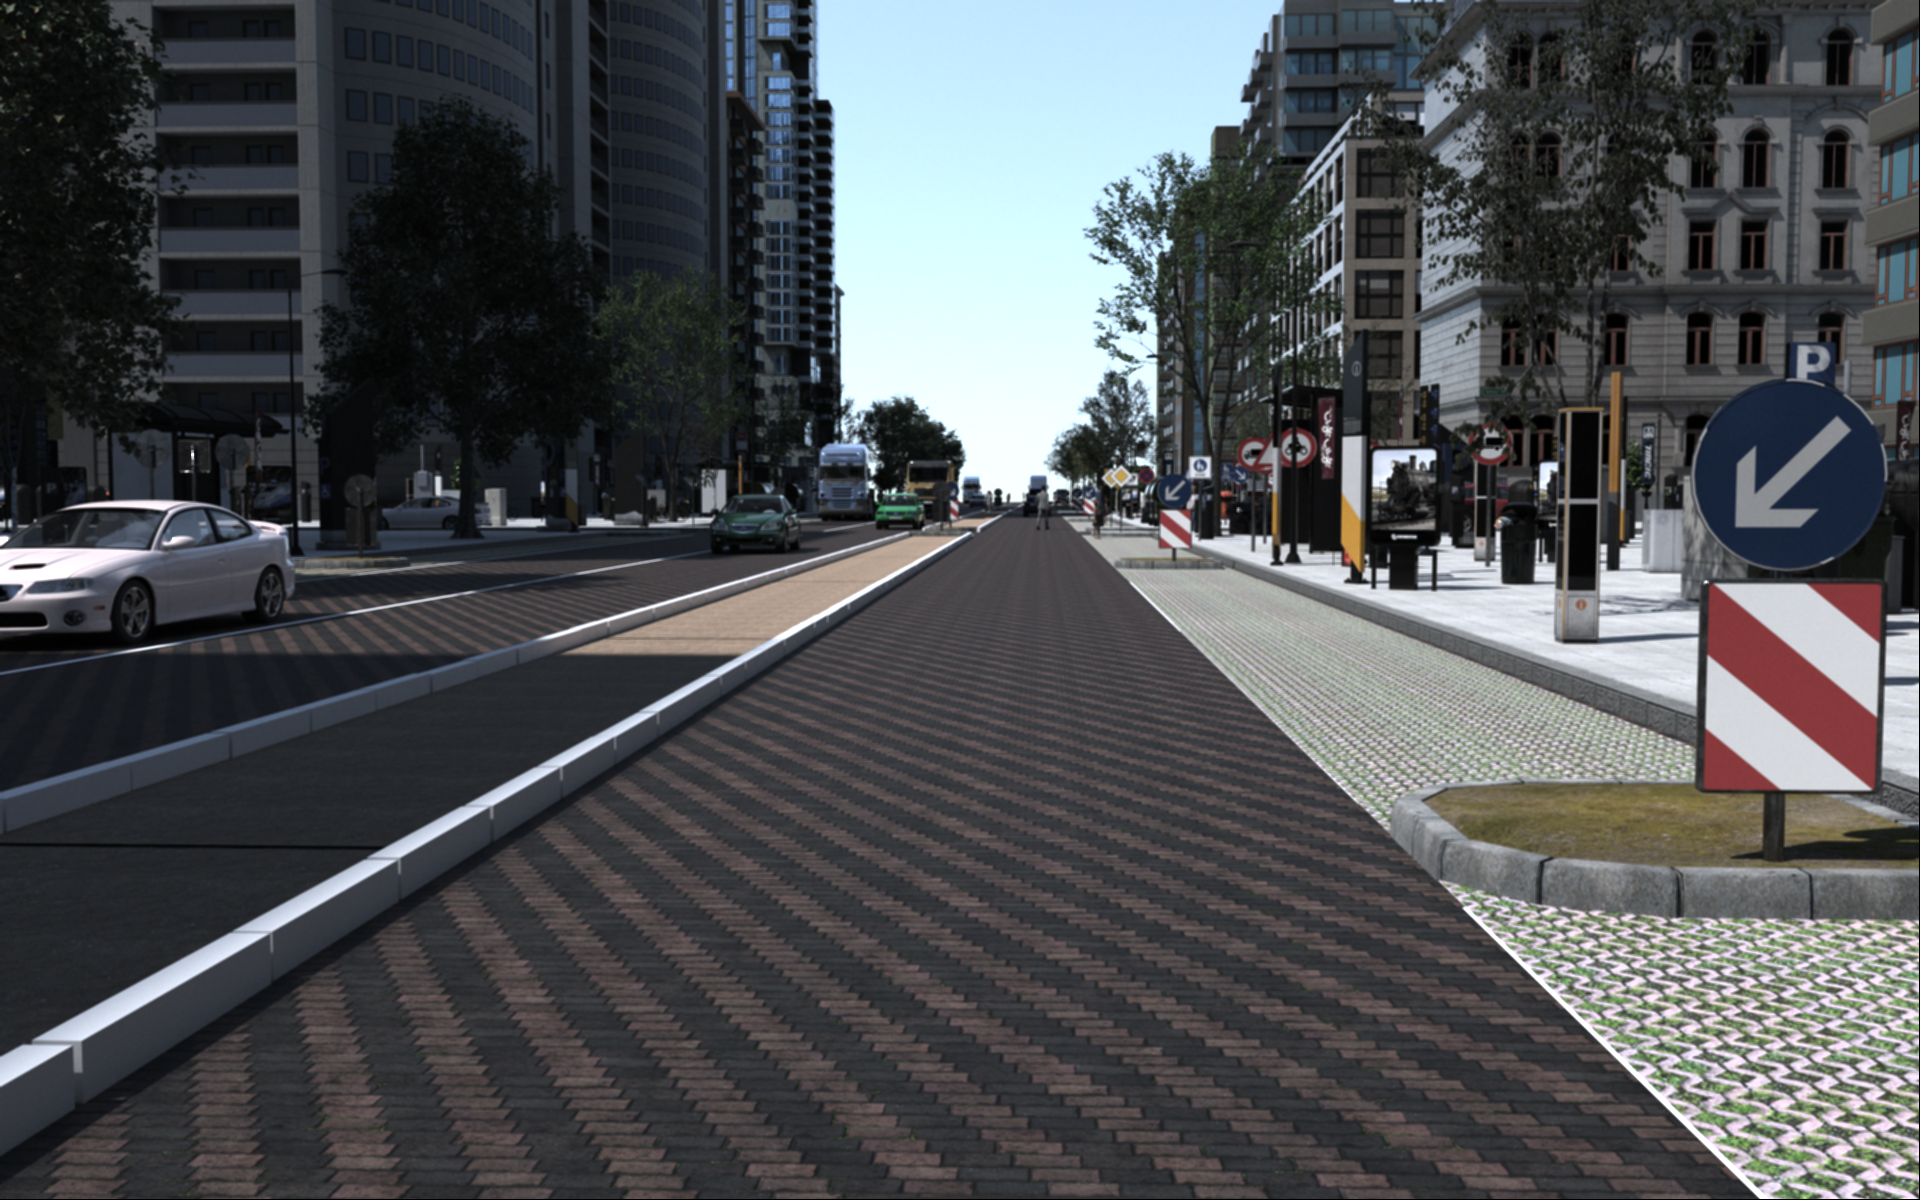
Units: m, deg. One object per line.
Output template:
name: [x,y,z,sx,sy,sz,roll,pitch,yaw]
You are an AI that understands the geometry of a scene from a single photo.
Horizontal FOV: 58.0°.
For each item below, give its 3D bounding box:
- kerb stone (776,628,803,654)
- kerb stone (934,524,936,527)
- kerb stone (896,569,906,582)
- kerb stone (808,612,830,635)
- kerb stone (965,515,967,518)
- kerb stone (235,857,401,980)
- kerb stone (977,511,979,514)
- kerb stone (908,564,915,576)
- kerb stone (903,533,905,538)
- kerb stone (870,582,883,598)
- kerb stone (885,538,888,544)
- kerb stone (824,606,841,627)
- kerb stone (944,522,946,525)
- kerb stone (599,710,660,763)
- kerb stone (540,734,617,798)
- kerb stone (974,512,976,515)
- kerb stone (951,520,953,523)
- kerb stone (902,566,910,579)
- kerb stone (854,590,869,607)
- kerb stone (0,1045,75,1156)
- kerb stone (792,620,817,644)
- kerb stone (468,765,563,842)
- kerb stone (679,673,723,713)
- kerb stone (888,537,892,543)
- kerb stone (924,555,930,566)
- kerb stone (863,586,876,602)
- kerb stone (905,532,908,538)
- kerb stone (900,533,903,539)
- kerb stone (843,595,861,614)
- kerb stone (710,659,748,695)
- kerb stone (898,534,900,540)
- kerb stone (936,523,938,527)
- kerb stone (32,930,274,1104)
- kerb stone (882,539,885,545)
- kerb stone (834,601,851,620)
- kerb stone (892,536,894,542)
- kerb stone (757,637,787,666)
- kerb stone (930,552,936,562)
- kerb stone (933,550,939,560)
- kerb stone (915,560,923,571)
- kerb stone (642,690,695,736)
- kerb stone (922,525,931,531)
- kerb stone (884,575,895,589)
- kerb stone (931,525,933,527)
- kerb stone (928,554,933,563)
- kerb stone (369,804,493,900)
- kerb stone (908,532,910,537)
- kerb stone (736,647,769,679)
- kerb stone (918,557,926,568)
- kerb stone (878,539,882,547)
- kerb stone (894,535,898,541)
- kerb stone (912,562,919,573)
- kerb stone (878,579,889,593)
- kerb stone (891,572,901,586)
kerb stone: [-1.584,0.389,15.832,0.120,0.150,1.000,0,4,3]
kerb stone: [-1.172,-2.968,70.765,0.120,0.150,1.000,0,4,3]
kerb stone: [-1.022,-0.361,28.128,0.120,0.150,1.000,0,4,3]
kerb stone: [-1.490,0.264,17.875,0.120,0.150,1.000,0,4,3]
kerb stone: [0.181,-4.787,100.460,0.120,0.150,1.000,0,4,3]
kerb stone: [-2.057,1.018,5.592,0.120,0.150,1.000,0,4,3]
kerb stone: [1.024,-5.915,118.903,0.120,0.150,1.000,0,4,3]
kerb stone: [-0.926,-0.488,30.178,0.120,0.150,1.000,0,4,3]
kerb stone: [-1.908,-1.997,54.864,0.120,0.150,1.000,0,4,3]
kerb stone: [-1.213,-0.112,24.029,0.120,0.150,1.000,0,4,3]
kerb stone: [-2.188,-1.622,48.713,0.120,0.150,1.000,0,4,3]
kerb stone: [-1.439,0.206,18.906,0.120,0.150,1.000,0,4,3]
kerb stone: [-0.846,-3.410,77.941,0.120,0.150,1.000,0,4,3]
kerb stone: [-1.862,0.768,9.689,0.120,0.150,1.000,0,4,3]
kerb stone: [-1.909,0.828,8.660,0.120,0.150,1.000,0,4,3]
kerb stone: [0.780,-5.601,113.787,0.120,0.150,1.000,0,4,3]
kerb stone: [-0.566,-3.786,84.092,0.120,0.150,1.000,0,4,3]
kerb stone: [-0.974,-0.426,29.156,0.120,0.150,1.000,0,4,3]
kerb stone: [-1.302,0.014,21.980,0.120,0.150,1.000,0,4,3]
kerb stone: [-2.146,1.141,3.537,0.120,0.150,1.000,0,4,3]
kerb stone: [-1.542,0.327,16.853,0.120,0.150,1.000,0,4,3]
kerb stone: [-1.959,0.891,7.634,0.120,0.150,1.000,0,4,3]
kerb stone: [-1.774,0.642,11.740,0.120,0.150,1.000,0,4,3]
kerb stone: [-2.140,-1.681,49.748,0.120,0.150,1.000,0,4,3]
kerb stone: [-0.743,-0.738,34.263,0.120,0.150,1.000,0,4,3]
kerb stone: [-1.258,-0.046,23.007,0.120,0.150,1.000,0,4,3]
kerb stone: [-1.859,-2.057,55.885,0.120,0.150,1.000,0,4,3]
kerb stone: [-1.947,-1.936,53.842,0.120,0.150,1.000,0,4,3]
kerb stone: [-1.344,0.076,20.959,0.120,0.150,1.000,0,4,3]
kerb stone: [-1.726,0.577,12.765,0.120,0.150,1.000,0,4,3]
kerb stone: [-1.995,-1.863,52.819,0.120,0.150,1.000,0,4,3]
kerb stone: [-1.126,-3.033,71.786,0.120,0.150,1.000,0,4,3]
kerb stone: [-2.097,1.078,4.567,0.120,0.150,1.000,0,4,3]
kerb stone: [-2.234,-1.559,47.692,0.120,0.150,1.000,0,4,3]
kerb stone: [-1.400,0.142,19.930,0.120,0.150,1.000,0,4,3]
kerb stone: [-2.098,-1.748,50.769,0.120,0.150,1.000,0,4,3]
kerb stone: [-1.634,0.452,14.809,0.120,0.150,1.000,0,4,3]
kerb stone: [-0.644,-0.861,36.308,0.120,0.150,1.000,0,4,3]
kerb stone: [-0.596,-0.926,37.329,0.120,0.150,1.000,0,4,3]
kerb stone: [-0.830,-0.609,32.220,0.120,0.150,1.000,0,4,3]
kerb stone: [-1.814,0.702,10.716,0.120,0.150,1.000,0,4,3]
kerb stone: [-1.323,-2.776,67.693,0.120,0.150,1.000,0,4,3]
kerb stone: [-1.117,-0.233,26.085,0.120,0.150,1.000,0,4,3]
kerb stone: [-1.263,-2.845,68.715,0.120,0.150,1.000,0,4,3]
kerb stone: [-0.693,-0.798,35.284,0.120,0.150,1.000,0,4,3]
kerb stone: [-2.010,0.953,6.613,0.120,0.150,1.000,0,4,3]
kerb stone: [-1.813,-2.123,56.907,0.120,0.150,1.000,0,4,3]
kerb stone: [-1.677,0.514,13.786,0.120,0.150,1.000,0,4,3]
kerb stone: [-0.791,-0.675,33.241,0.120,0.150,1.000,0,4,3]
kerb stone: [-2.281,-1.497,46.667,0.120,0.150,1.000,0,4,3]
kerb stone: [-2.043,-1.810,51.790,0.120,0.150,1.000,0,4,3]
kerb stone: [-0.884,-0.544,31.199,0.120,0.150,1.000,0,4,3]
kerb stone: [-1.164,-0.175,25.050,0.120,0.150,1.000,0,4,3]
kerb stone: [-1.067,-0.299,27.106,0.120,0.150,1.000,0,4,3]
